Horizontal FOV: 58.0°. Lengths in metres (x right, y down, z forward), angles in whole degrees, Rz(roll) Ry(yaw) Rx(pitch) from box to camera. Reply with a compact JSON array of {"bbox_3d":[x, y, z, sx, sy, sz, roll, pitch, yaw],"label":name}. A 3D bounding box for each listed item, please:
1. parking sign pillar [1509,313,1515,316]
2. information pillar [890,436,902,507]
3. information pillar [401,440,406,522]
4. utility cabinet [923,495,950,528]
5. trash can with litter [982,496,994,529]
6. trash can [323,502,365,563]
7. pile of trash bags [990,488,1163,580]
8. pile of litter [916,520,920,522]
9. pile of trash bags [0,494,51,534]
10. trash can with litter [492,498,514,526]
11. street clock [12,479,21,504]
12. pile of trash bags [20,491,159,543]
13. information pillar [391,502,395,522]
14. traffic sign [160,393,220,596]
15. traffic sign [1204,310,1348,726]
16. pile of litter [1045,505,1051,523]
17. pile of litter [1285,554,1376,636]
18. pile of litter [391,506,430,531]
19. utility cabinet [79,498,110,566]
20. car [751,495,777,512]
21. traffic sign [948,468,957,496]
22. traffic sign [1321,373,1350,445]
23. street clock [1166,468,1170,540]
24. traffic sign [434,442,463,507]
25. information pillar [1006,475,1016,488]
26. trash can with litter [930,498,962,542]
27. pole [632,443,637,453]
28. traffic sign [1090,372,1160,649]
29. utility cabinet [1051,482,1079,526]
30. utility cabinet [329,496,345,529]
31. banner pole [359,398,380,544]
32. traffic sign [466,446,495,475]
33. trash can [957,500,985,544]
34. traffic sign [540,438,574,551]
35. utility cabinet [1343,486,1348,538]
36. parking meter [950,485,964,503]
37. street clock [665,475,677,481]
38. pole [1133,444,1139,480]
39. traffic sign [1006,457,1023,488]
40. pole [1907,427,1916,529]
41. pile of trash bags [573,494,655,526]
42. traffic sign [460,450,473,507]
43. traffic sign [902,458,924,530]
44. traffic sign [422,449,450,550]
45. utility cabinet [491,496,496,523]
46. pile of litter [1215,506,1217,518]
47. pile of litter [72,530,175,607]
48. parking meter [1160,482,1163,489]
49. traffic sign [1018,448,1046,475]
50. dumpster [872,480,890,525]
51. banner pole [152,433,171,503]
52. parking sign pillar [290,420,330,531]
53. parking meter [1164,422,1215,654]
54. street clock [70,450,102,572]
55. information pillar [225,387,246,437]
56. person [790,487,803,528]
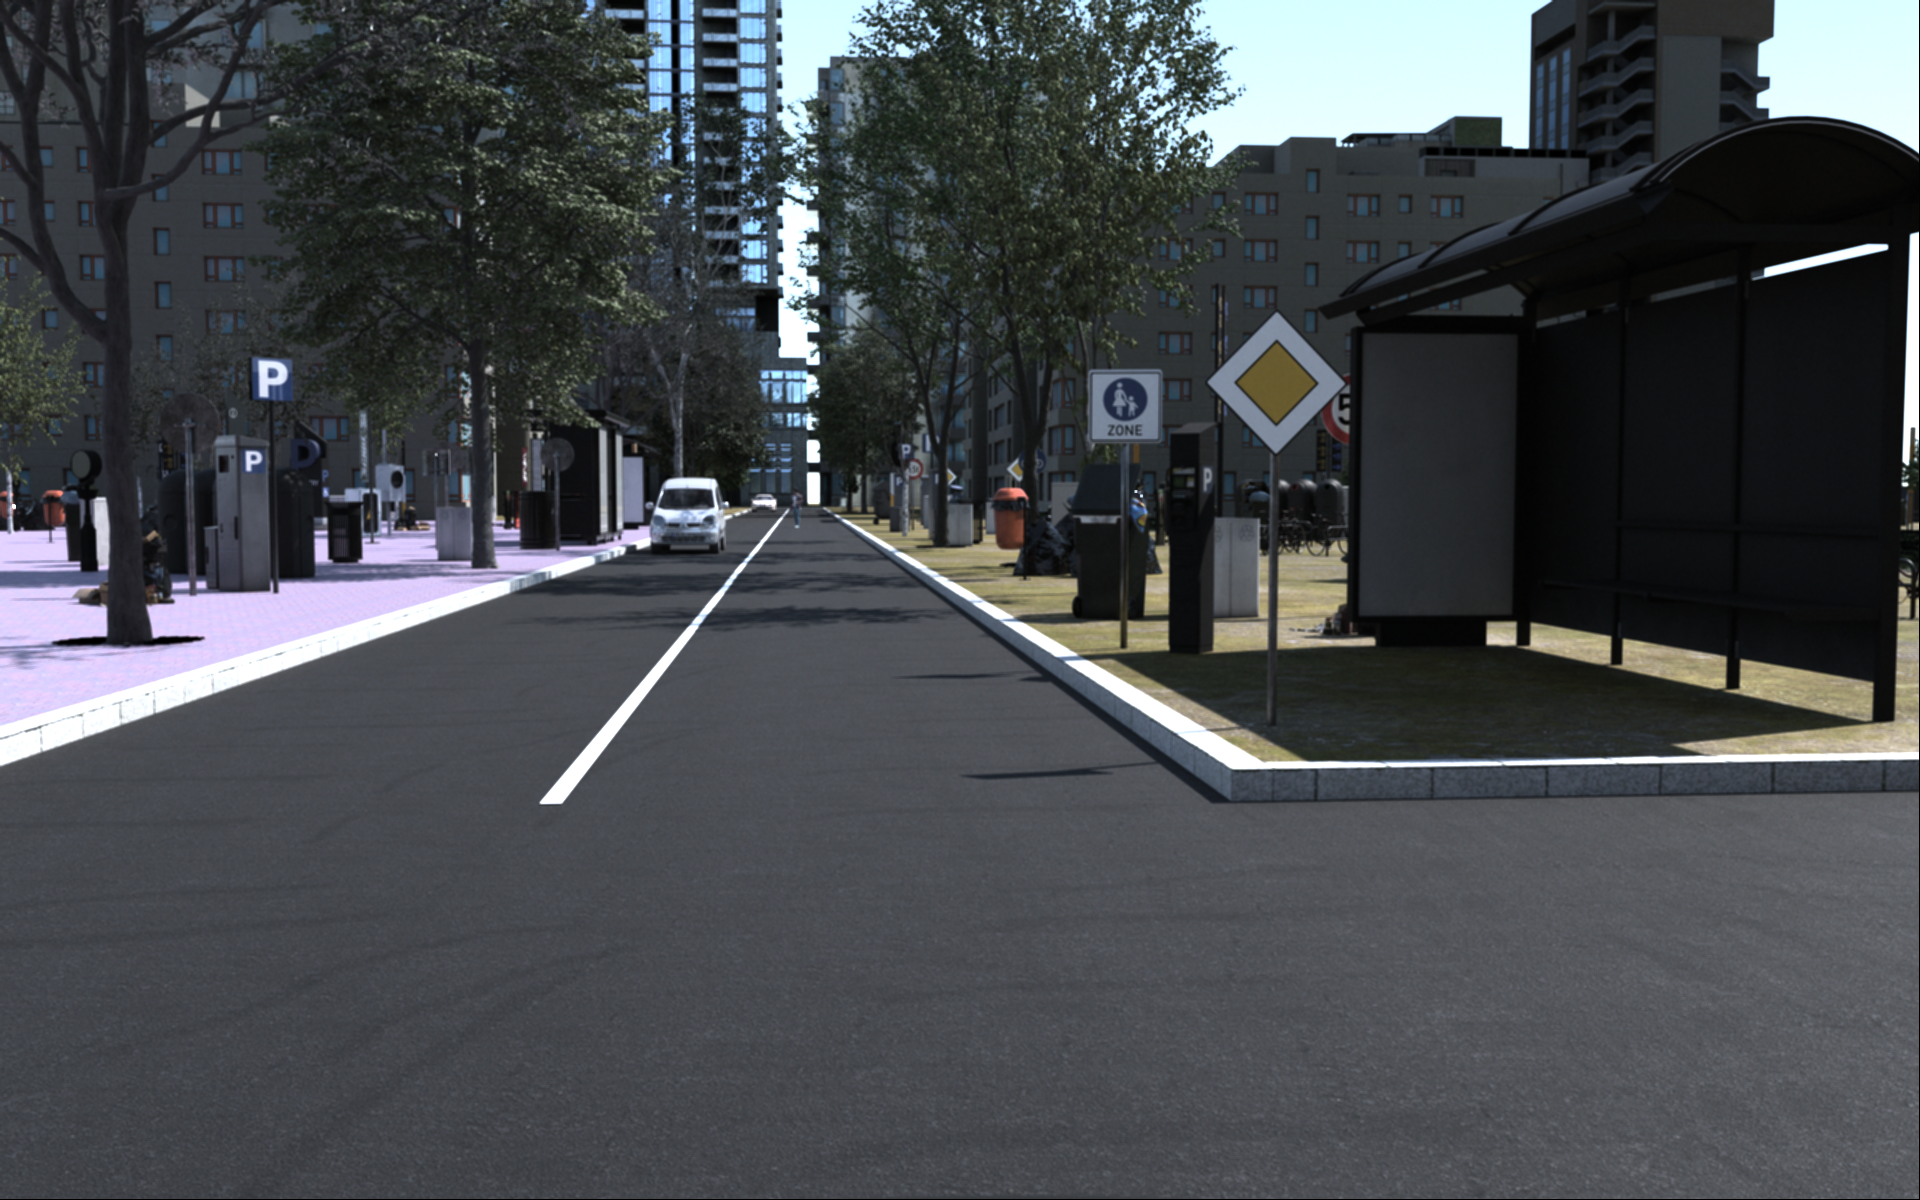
[{"bbox_3d":[7.760,-2.318,26.365,1.447,3.967,1.447,2,4,29],"label":"parking sign pillar"},{"bbox_3d":[-2.470,-4.660,67.549,0.504,3.616,0.183,-1,4,-17],"label":"information pillar"},{"bbox_3d":[-24.211,-5.137,75.338,0.183,3.616,0.504,-2,4,-26],"label":"information pillar"},{"bbox_3d":[-0.882,-3.260,64.459,1.020,1.237,0.306,3,4,36],"label":"utility cabinet"},{"bbox_3d":[1.508,-3.191,63.234,2.233,1.210,1.678,-3,5,-39],"label":"trash can with litter"},{"bbox_3d":[-11.496,-1.267,32.369,0.748,1.137,0.748,0,3,0],"label":"trash can"},{"bbox_3d":[1.631,-1.060,27.082,1.912,1.369,3.447,3,4,37],"label":"pile of trash bags"},{"bbox_3d":[-1.303,-4.022,79.730,1.176,0.858,1.719,-2,4,-32],"label":"pile of litter"},{"bbox_3d":[-32.837,-3.097,60.392,1.912,1.369,3.447,-1,4,-16],"label":"pile of trash bags"},{"bbox_3d":[-18.416,-3.590,69.761,1.678,1.210,2.233,2,4,35],"label":"trash can with litter"},{"bbox_3d":[-39.705,-4.180,72.905,0.358,2.002,0.471,-1,4,-16],"label":"street clock"},{"bbox_3d":[-22.590,-2.212,45.922,3.447,1.369,1.912,0,4,-1],"label":"pile of trash bags"},{"bbox_3d":[-26.435,-4.646,80.447,0.304,2.012,0.304,-3,5,-41],"label":"information pillar"},{"bbox_3d":[-9.691,-1.327,21.808,0.768,2.556,0.104,0,4,1],"label":"traffic sign"},{"bbox_3d":[1.725,-0.360,9.537,0.795,2.450,0.064,0,4,-5],"label":"traffic sign"},{"bbox_3d":[4.095,-3.531,71.702,1.176,0.858,1.719,2,4,34],"label":"pile of litter"},{"bbox_3d":[3.904,-0.123,15.972,1.176,0.858,1.719,-3,4,-38],"label":"pile of litter"},{"bbox_3d":[-19.161,-2.869,60.869,1.719,0.858,1.176,-2,4,-30],"label":"pile of litter"},{"bbox_3d":[-15.392,-1.228,31.234,0.306,1.237,1.020,1,4,10],"label":"utility cabinet"},{"bbox_3d":[-15.854,-7.813,140.101,2.083,1.381,4.827,0,4,-3],"label":"car"},{"bbox_3d":[-0.531,-4.636,76.988,0.795,2.450,0.064,0,4,-4],"label":"traffic sign"},{"bbox_3d":[4.166,-1.110,18.249,0.768,2.556,0.104,0,4,0],"label":"traffic sign"},{"bbox_3d":[5.882,-2.647,47.853,0.358,2.002,0.471,-1,4,-16],"label":"street clock"},{"bbox_3d":[-12.445,-2.565,42.038,0.768,2.556,0.104,0,4,-3],"label":"traffic sign"},{"bbox_3d":[1.992,-3.851,67.456,0.304,2.012,0.304,-3,5,-39],"label":"information pillar"},{"bbox_3d":[-0.285,-2.119,46.040,0.624,1.170,1.055,3,4,36],"label":"trash can with litter"},{"bbox_3d":[-12.780,-4.539,68.054,0.158,3.312,0.155,0,3,0],"label":"pole"},{"bbox_3d":[1.360,-0.746,14.323,0.606,2.300,0.079,0,4,4],"label":"traffic sign"},{"bbox_3d":[2.213,-1.444,32.287,0.318,1.500,1.173,-3,4,-39],"label":"utility cabinet"},{"bbox_3d":[-23.143,-3.267,64.571,1.020,1.237,0.306,2,4,26],"label":"utility cabinet"},{"bbox_3d":[-15.438,-3.368,45.091,0.401,3.779,0.863,-3,5,-43],"label":"banner pole"},{"bbox_3d":[-10.187,-2.120,36.798,0.606,2.300,0.079,0,4,1],"label":"traffic sign"},{"bbox_3d":[0.279,-2.013,44.568,0.748,1.137,0.748,0,3,0],"label":"trash can"},{"bbox_3d":[-9.144,-2.398,39.318,0.768,2.556,0.104,0,4,-1],"label":"traffic sign"},{"bbox_3d":[11.489,-2.515,49.793,1.173,1.500,0.318,0,4,5],"label":"utility cabinet"},{"bbox_3d":[-0.086,-2.417,47.921,0.372,1.533,0.369,0,3,0],"label":"parking meter"},{"bbox_3d":[-10.860,-3.706,65.170,0.471,2.002,0.358,3,4,38],"label":"street clock"},{"bbox_3d":[5.471,-3.669,53.837,0.158,3.312,0.155,0,3,0],"label":"pole"},{"bbox_3d":[1.809,-3.163,52.907,0.795,2.450,0.064,0,4,1],"label":"traffic sign"},{"bbox_3d":[28.897,-3.595,52.615,0.158,3.312,0.155,0,3,0],"label":"pole"},{"bbox_3d":[-13.950,-3.655,69.517,3.447,1.369,1.912,-3,4,-36],"label":"pile of trash bags"},{"bbox_3d":[-12.874,-2.787,45.673,0.768,2.556,0.104,0,4,-1],"label":"traffic sign"},{"bbox_3d":[-1.668,-3.744,61.318,0.768,2.556,0.104,0,4,1],"label":"traffic sign"},{"bbox_3d":[-11.952,-2.288,39.534,0.606,2.300,0.079,0,4,-3],"label":"traffic sign"},{"bbox_3d":[-21.092,-4.073,77.749,0.306,1.237,1.020,0,4,-3],"label":"utility cabinet"},{"bbox_3d":[9.712,-3.320,68.253,1.719,0.858,1.176,-3,4,-38],"label":"pile of litter"},{"bbox_3d":[-9.822,-0.392,20.379,1.176,0.858,1.719,-1,4,-10],"label":"pile of litter"},{"bbox_3d":[9.456,-4.574,80.496,0.255,1.863,0.399,2,4,31],"label":"parking meter"},{"bbox_3d":[1.942,-2.855,46.787,0.768,2.556,0.104,0,4,-5],"label":"traffic sign"},{"bbox_3d":[-3.039,-4.118,73.093,1.264,1.857,1.865,0,4,-5],"label":"dumpster"},{"bbox_3d":[-32.599,-4.933,70.676,0.863,3.779,0.401,-2,4,-32],"label":"banner pole"},{"bbox_3d":[-22.865,-4.429,60.879,1.447,3.967,1.447,1,4,16],"label":"parking sign pillar"},{"bbox_3d":[1.876,-0.508,14.015,0.255,1.863,0.399,2,4,32],"label":"parking meter"},{"bbox_3d":[-14.440,-1.474,28.667,0.471,2.002,0.358,2,4,23],"label":"street clock"},{"bbox_3d":[-15.959,-2.864,38.189,0.183,3.616,0.504,2,4,25],"label":"information pillar"},{"bbox_3d":[-6.963,-3.948,73.893,0.563,1.720,0.643,2,4,29],"label":"person"}]
